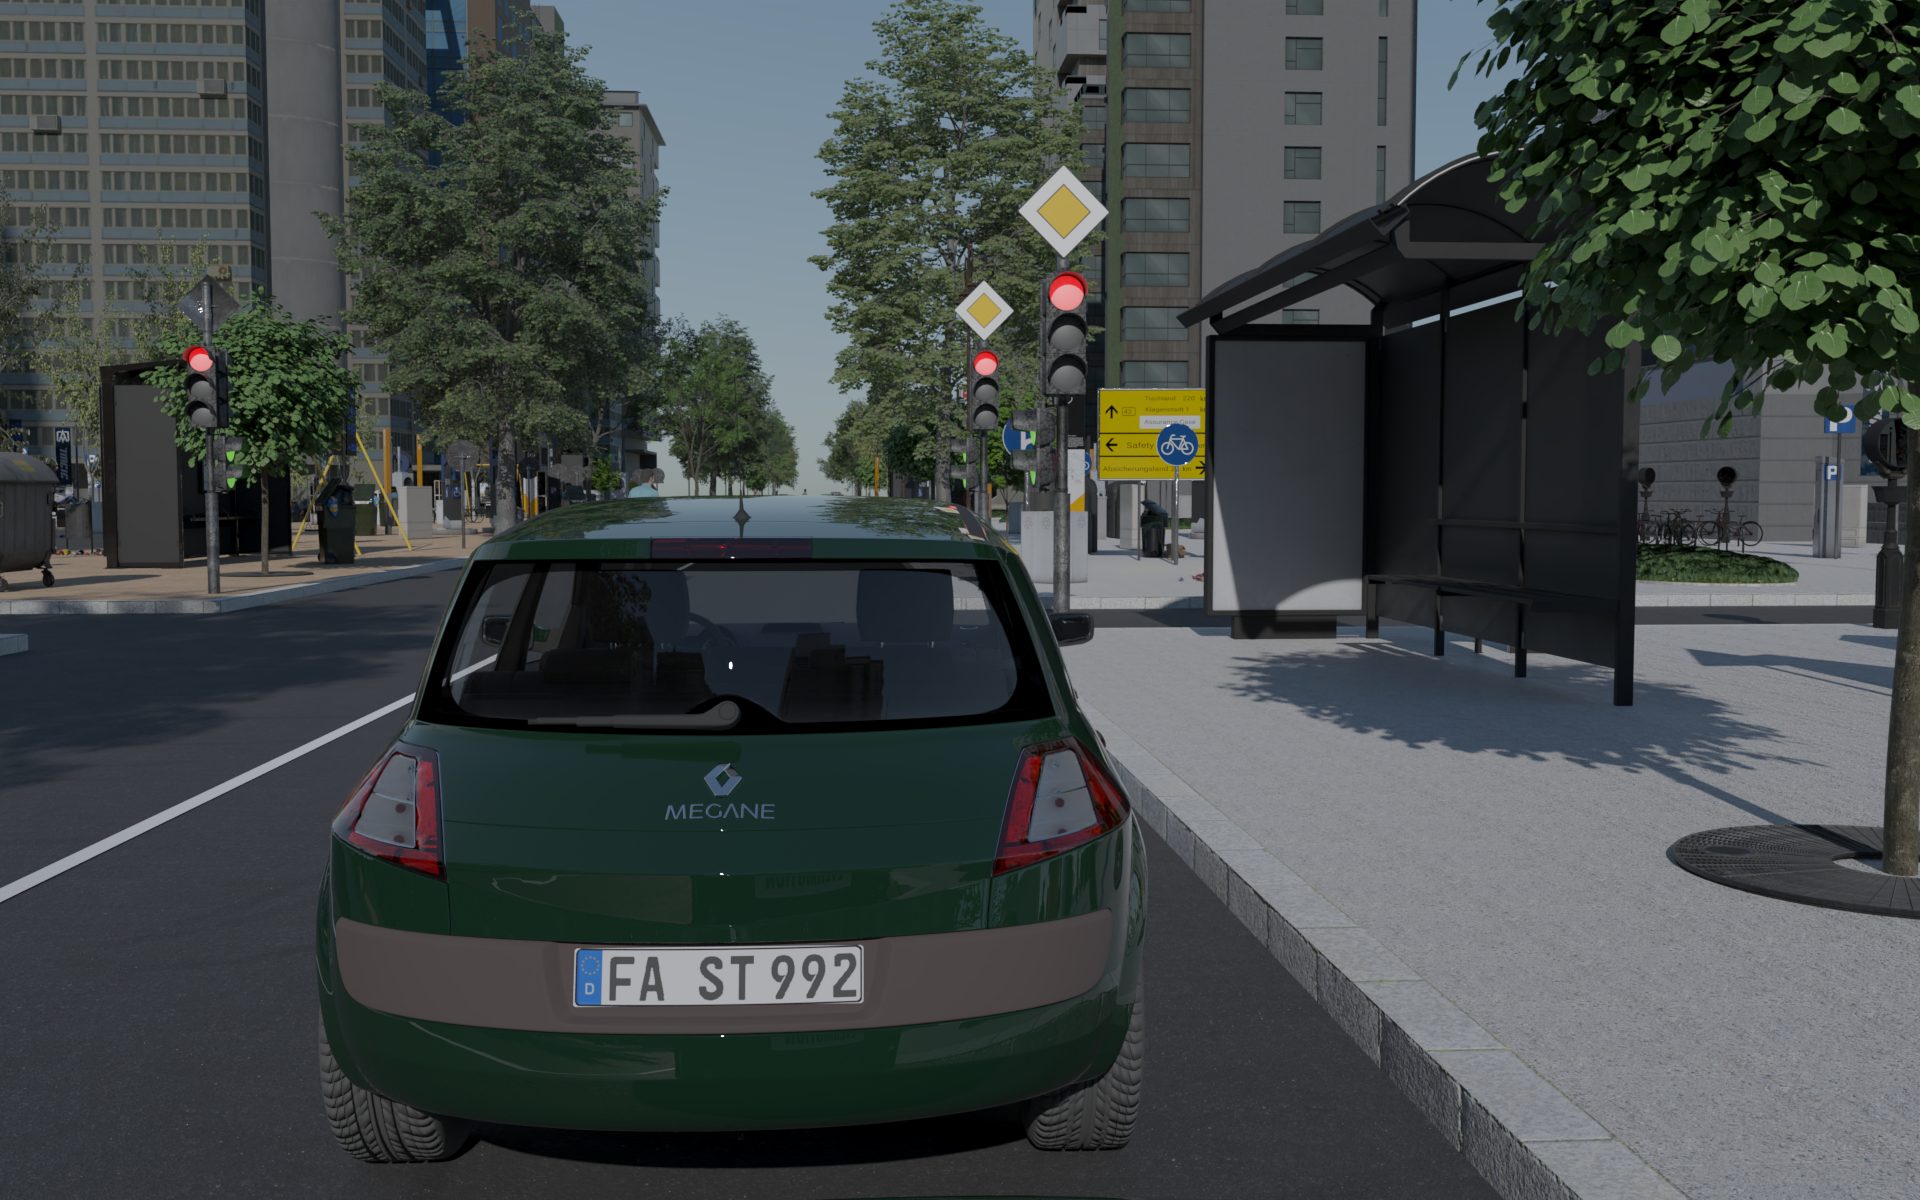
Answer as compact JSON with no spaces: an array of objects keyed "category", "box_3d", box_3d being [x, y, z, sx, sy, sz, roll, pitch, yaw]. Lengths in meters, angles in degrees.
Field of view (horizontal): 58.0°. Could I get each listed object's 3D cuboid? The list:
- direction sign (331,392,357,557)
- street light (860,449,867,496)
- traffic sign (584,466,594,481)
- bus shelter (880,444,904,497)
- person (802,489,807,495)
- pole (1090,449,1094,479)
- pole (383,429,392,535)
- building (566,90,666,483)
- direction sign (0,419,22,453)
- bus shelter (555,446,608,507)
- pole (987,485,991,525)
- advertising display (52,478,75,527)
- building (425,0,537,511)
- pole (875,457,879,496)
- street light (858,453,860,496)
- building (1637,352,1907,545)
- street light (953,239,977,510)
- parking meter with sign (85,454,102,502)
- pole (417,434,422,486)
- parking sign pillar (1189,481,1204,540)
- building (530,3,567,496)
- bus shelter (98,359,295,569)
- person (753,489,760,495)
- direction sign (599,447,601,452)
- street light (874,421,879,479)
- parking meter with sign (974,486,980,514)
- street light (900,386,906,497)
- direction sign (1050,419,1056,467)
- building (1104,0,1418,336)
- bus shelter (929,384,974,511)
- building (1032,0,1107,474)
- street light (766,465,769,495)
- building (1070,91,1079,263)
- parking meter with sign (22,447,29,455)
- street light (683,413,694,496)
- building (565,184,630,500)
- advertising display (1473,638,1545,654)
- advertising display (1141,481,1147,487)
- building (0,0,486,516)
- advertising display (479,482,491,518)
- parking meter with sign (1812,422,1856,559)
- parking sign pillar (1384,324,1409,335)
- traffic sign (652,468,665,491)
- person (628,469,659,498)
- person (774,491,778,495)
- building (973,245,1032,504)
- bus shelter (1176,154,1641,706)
[{"category":"direction sign","box_3d":[-12.499,-2.640,35.163,0.379,3.537,0.876,1,4,12]},{"category":"street light","box_3d":[-7.594,-10.238,140.180,0.468,5.910,1.993,0,4,-4]},{"category":"traffic sign","box_3d":[-16.490,-4.717,77.235,0.768,2.556,0.104,0,4,-1]},{"category":"bus shelter","box_3d":[-2.744,-5.427,80.018,1.731,3.624,6.357,0,4,-4]},{"category":"person","box_3d":[-11.426,-7.317,128.118,0.705,1.826,1.348,-3,5,-41]},{"category":"pole","box_3d":[6.005,-5.194,78.769,0.158,3.312,0.155,0,3,0]},{"category":"pole","box_3d":[-17.884,-3.686,54.101,0.158,3.312,0.155,0,3,0]},{"category":"building","box_3d":[-54.401,-39.191,230.015,28.713,52.752,27.495,0,4,-4]},{"category":"direction sign","box_3d":[-28.727,-3.685,52.241,0.379,3.537,0.876,3,5,42]},{"category":"bus shelter","box_3d":[-18.575,-5.748,85.267,1.731,3.624,6.357,0,4,-4]},{"category":"pole","box_3d":[1.087,-4.401,65.807,0.158,3.312,0.155,0,3,0]},{"category":"advertising display","box_3d":[-34.723,-3.774,66.917,0.123,1.923,0.974,3,4,36]},{"category":"building","box_3d":[-39.298,-29.114,126.130,14.600,45.320,14.200,0,4,-4]},{"category":"pole","box_3d":[-4.599,-6.235,95.781,0.158,3.312,0.155,0,3,0]},{"category":"street light","box_3d":[-9.909,-12.279,173.553,0.468,5.910,1.993,0,4,-4]},{"category":"building","box_3d":[35.150,-31.093,50.364,28.212,58.520,21.231,0,4,-4]},{"category":"street light","box_3d":[0.157,-3.597,31.593,0.468,5.910,1.993,0,4,-4]},{"category":"parking meter with sign","box_3d":[-37.931,-4.907,76.487,0.543,3.016,1.738,0,4,-4]},{"category":"pole","box_3d":[-18.470,-3.999,59.224,0.158,3.312,0.155,0,3,0]},{"category":"parking sign pillar","box_3d":[7.266,-3.721,49.306,1.447,3.967,1.447,3,4,36]},{"category":"building","box_3d":[-39.981,-27.937,140.358,14.154,41.232,14.086,0,4,-4]},{"category":"bus shelter","box_3d":[-14.102,-2.534,32.707,1.731,3.624,6.357,0,4,-4]},{"category":"person","box_3d":[-11.733,-5.538,99.714,0.551,1.740,0.621,2,4,25]},{"category":"direction sign","box_3d":[-17.295,-5.581,83.242,0.379,3.537,0.876,0,4,-7]},{"category":"street light","box_3d":[-5.241,-8.214,107.091,0.468,5.910,1.993,0,4,-4]},{"category":"parking meter with sign","box_3d":[0.627,-5.574,87.403,0.543,3.016,1.738,0,4,-1]},{"category":"street light","box_3d":[-2.166,-5.604,64.416,0.468,5.910,1.993,0,4,-4]},{"category":"direction sign","box_3d":[2.418,-3.528,49.684,0.876,3.537,0.379,-3,5,-41]},{"category":"building","box_3d":[14.162,-19.346,88.012,14.160,30.474,14.107,0,4,-4]},{"category":"bus shelter","box_3d":[-0.155,-5.088,60.816,2.179,5.291,8.768,0,4,-4]},{"category":"building","box_3d":[20.932,-34.105,146.851,28.713,52.752,27.495,0,4,-4]},{"category":"street light","box_3d":[-23.784,-14.804,214.835,0.468,5.910,1.993,0,4,-4]},{"category":"building","box_3d":[14.805,-21.676,126.099,14.160,30.474,14.107,0,4,-4]},{"category":"parking meter with sign","box_3d":[-34.793,-4.124,63.696,0.543,3.016,1.738,-1,4,-10]},{"category":"street light","box_3d":[-15.490,-7.716,98.942,0.468,5.910,1.993,0,4,-4]},{"category":"building","box_3d":[-53.077,-31.311,203.820,32.217,40.220,23.993,0,4,-4]},{"category":"advertising display","box_3d":[4.608,-0.532,13.916,0.974,1.923,0.123,0,4,3]},{"category":"advertising display","box_3d":[7.018,-3.921,69.321,0.974,1.923,0.123,2,4,24]},{"category":"building","box_3d":[-46.514,-25.362,106.553,32.217,40.220,23.993,0,4,-4]},{"category":"advertising display","box_3d":[-25.162,-5.341,92.534,0.974,1.923,0.123,0,4,-6]},{"category":"parking meter with sign","box_3d":[17.478,-2.356,34.781,0.543,3.016,1.738,1,4,17]},{"category":"parking sign pillar","box_3d":[6.572,-2.228,24.902,1.447,3.967,1.447,3,5,42]},{"category":"traffic sign","box_3d":[-14.749,-5.151,84.331,0.768,2.556,0.104,0,4,3]},{"category":"person","box_3d":[-4.913,-1.106,26.597,0.660,1.820,0.620,1,4,22]},{"category":"person","box_3d":[-19.562,-10.787,184.956,0.705,1.814,1.350,2,4,27]},{"category":"building","box_3d":[14.550,-33.897,246.101,32.217,40.220,23.993,0,4,-4]},{"category":"bus shelter","box_3d":[3.129,-1.153,12.783,2.014,3.302,5.546,0,4,-4]}]
